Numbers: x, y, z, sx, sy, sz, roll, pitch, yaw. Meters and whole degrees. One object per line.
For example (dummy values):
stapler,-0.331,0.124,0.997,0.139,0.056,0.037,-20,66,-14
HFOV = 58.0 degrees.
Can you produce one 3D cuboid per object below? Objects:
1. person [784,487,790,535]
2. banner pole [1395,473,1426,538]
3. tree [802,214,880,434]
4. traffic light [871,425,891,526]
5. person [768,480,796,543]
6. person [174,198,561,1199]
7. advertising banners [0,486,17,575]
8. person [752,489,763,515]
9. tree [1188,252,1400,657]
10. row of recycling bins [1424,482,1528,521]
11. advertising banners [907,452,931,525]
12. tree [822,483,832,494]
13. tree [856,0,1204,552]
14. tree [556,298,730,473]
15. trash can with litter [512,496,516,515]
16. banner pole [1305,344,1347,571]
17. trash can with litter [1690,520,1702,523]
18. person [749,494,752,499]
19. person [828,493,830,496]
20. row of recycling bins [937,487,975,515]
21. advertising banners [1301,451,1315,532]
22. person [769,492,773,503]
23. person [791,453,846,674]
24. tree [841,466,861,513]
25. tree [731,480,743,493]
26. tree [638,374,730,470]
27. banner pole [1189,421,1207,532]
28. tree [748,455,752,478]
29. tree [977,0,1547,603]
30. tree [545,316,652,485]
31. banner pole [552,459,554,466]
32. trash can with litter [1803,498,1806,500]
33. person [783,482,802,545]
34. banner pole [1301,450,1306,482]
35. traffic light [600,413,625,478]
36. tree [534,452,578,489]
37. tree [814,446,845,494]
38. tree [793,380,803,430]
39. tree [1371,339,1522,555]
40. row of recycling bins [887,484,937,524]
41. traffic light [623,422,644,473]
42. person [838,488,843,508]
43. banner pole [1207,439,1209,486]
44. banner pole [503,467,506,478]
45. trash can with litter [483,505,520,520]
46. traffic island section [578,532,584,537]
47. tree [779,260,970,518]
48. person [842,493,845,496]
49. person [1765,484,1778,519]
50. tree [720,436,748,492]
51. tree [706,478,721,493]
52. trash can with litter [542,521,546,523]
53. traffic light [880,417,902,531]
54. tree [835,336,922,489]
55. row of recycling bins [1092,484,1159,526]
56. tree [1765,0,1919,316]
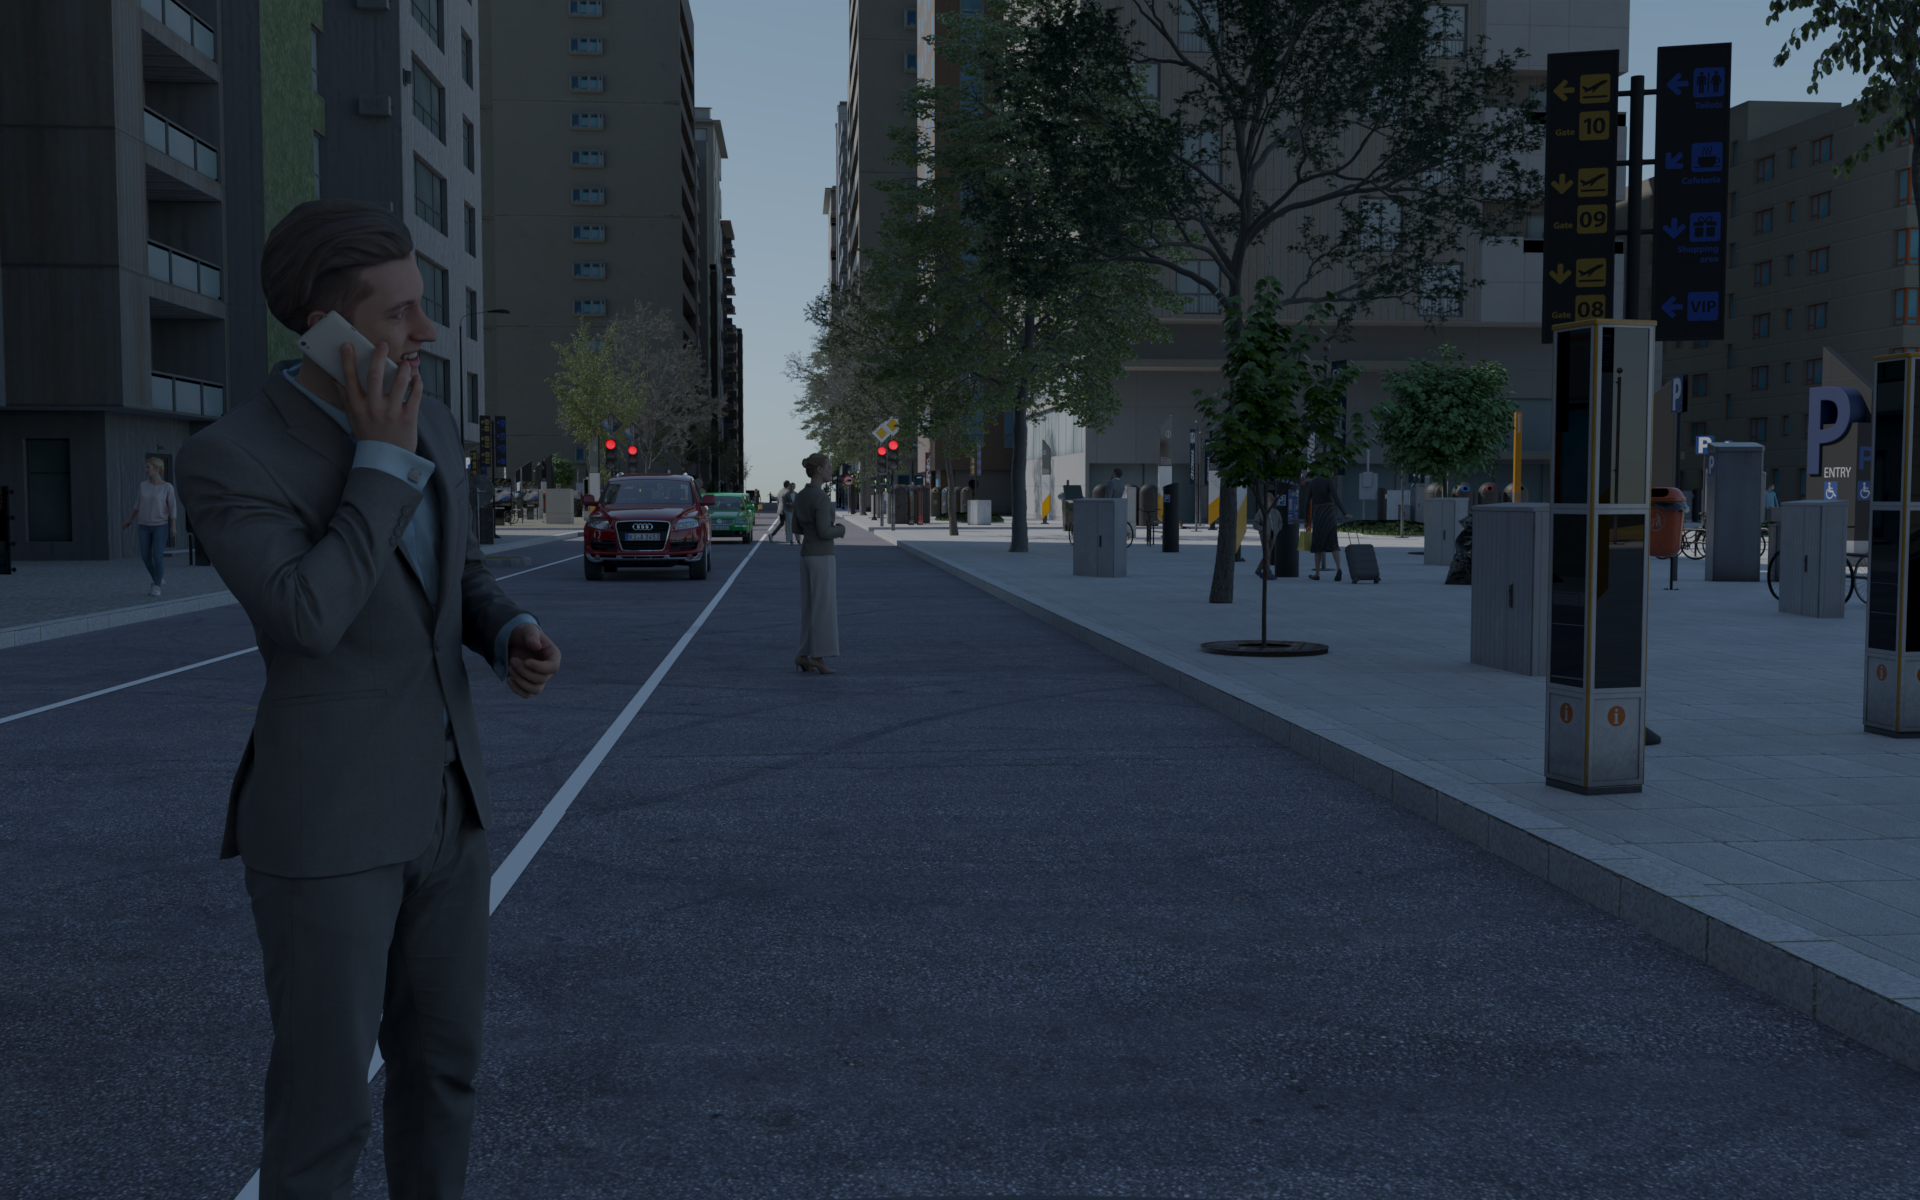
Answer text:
person,-6.041,-3.206,60.900,0.573,1.828,0.580,-3,5,-44
banner pole,13.104,-3.688,50.318,0.863,3.779,0.401,1,4,22
tree,-0.358,-7.280,53.442,8.767,10.594,7.601,-2,4,-34
traffic light,-3.115,-4.872,68.572,0.839,4.253,0.868,0,4,-5
person,-5.204,-2.590,50.690,0.795,1.843,0.661,-2,4,-31
person,-0.821,0.347,2.633,0.447,1.846,0.655,1,4,19
advertising banners,-15.992,-1.938,27.874,2.074,3.025,0.090,2,4,24
person,-13.854,-6.606,116.731,0.699,1.804,1.509,-2,4,-27
tree,2.387,-1.182,13.922,1.663,3.219,1.824,0,3,0
row of recycling bins,18.208,-3.306,61.171,3.534,1.692,1.069,0,4,7
advertising banners,-1.675,-4.625,71.805,0.090,3.025,2.074,2,4,27
tree,-20.028,-16.355,261.997,1.663,3.219,1.824,0,3,0
tree,1.731,-7.325,37.896,7.486,12.596,7.792,0,3,0
tree,-19.553,-12.093,108.086,12.009,13.543,11.850,0,3,0
trash can with litter,-27.995,-5.865,107.274,1.055,1.170,0.624,-2,4,-32
banner pole,6.175,-2.367,28.713,0.401,3.779,0.863,-1,4,-20
trash can with litter,33.286,-4.001,76.478,2.233,1.210,1.678,0,4,1
person,-22.367,-10.576,184.640,0.991,1.433,0.599,1,4,14
person,-19.391,-15.072,255.698,0.421,1.427,0.697,3,5,44
row of recycling bins,-0.384,-5.491,96.891,1.069,1.692,3.534,-3,5,-39
advertising banners,10.309,-3.358,51.088,0.090,3.025,2.074,2,4,27
person,-31.387,-17.021,286.802,1.348,1.822,0.705,1,4,16
person,-1.101,-0.291,13.808,0.362,1.759,0.519,-2,4,-32
tree,-7.192,-7.702,120.528,1.663,3.219,1.824,0,3,0
tree,-31.486,-15.302,244.791,1.663,3.219,1.824,0,3,0
tree,-21.081,-12.143,132.952,7.601,10.594,8.767,-2,4,-34
banner pole,7.956,-4.211,58.862,0.401,3.779,0.863,2,4,30
tree,-38.090,-21.492,301.760,4.360,8.622,3.978,0,3,0
tree,3.419,-5.238,20.047,7.601,10.594,8.767,0,4,5
tree,-15.167,-7.486,72.763,4.737,8.622,4.395,0,3,0
banner pole,-29.108,-8.164,123.501,0.401,3.779,0.863,1,4,14
trash can with litter,28.090,-2.800,57.164,0.624,1.170,1.055,3,4,37
person,-4.670,-2.407,48.404,0.519,1.759,0.362,-1,4,-16
banner pole,8.830,-3.235,42.904,0.863,3.779,0.401,-1,4,-17
traffic light,-11.982,-4.329,59.703,0.839,4.253,0.868,0,4,-5
tree,-31.298,-9.209,134.288,4.285,4.588,4.351,0,3,0
tree,-17.207,-16.930,227.160,4.737,8.622,4.395,0,3,0
tree,-6.215,-11.333,103.414,7.486,12.596,7.792,0,3,0
tree,10.232,-3.243,36.741,4.285,4.588,4.351,0,3,0
row of recycling bins,-2.255,-4.175,75.369,1.069,1.692,3.534,1,4,21
traffic light,-12.732,-4.815,67.653,0.839,4.253,0.868,0,4,-5
person,-11.326,-9.674,164.220,0.705,1.823,1.348,1,4,12
banner pole,9.866,-4.855,69.404,0.863,3.779,0.401,1,4,14
banner pole,-35.993,-8.983,136.895,0.401,3.779,0.863,-2,4,-31
trash can with litter,-22.686,-4.513,84.847,2.233,1.210,1.678,-1,4,-23
traffic island section,-12.023,-2.297,59.834,2.009,0.180,2.903,0,4,-5
tree,-4.389,-11.054,91.101,12.009,13.543,11.850,0,3,0
person,-14.365,-13.076,219.819,1.348,1.826,0.705,0,4,3
person,31.577,-3.622,67.581,0.638,1.841,0.748,1,4,18
tree,-29.571,-16.455,219.405,4.360,8.622,3.978,0,3,0
tree,-25.978,-11.490,182.469,1.663,3.219,1.824,0,3,0
trash can with litter,-18.297,-4.088,77.890,1.678,1.210,2.233,0,4,4
traffic light,-2.365,-4.385,60.622,0.839,4.253,0.868,0,4,-5
tree,-3.341,-7.812,78.095,4.360,8.622,3.978,0,3,0
row of recycling bins,6.675,-3.857,70.170,1.069,1.692,3.534,-3,4,-38
tree,7.223,-3.781,12.180,4.360,8.622,3.978,0,3,0
